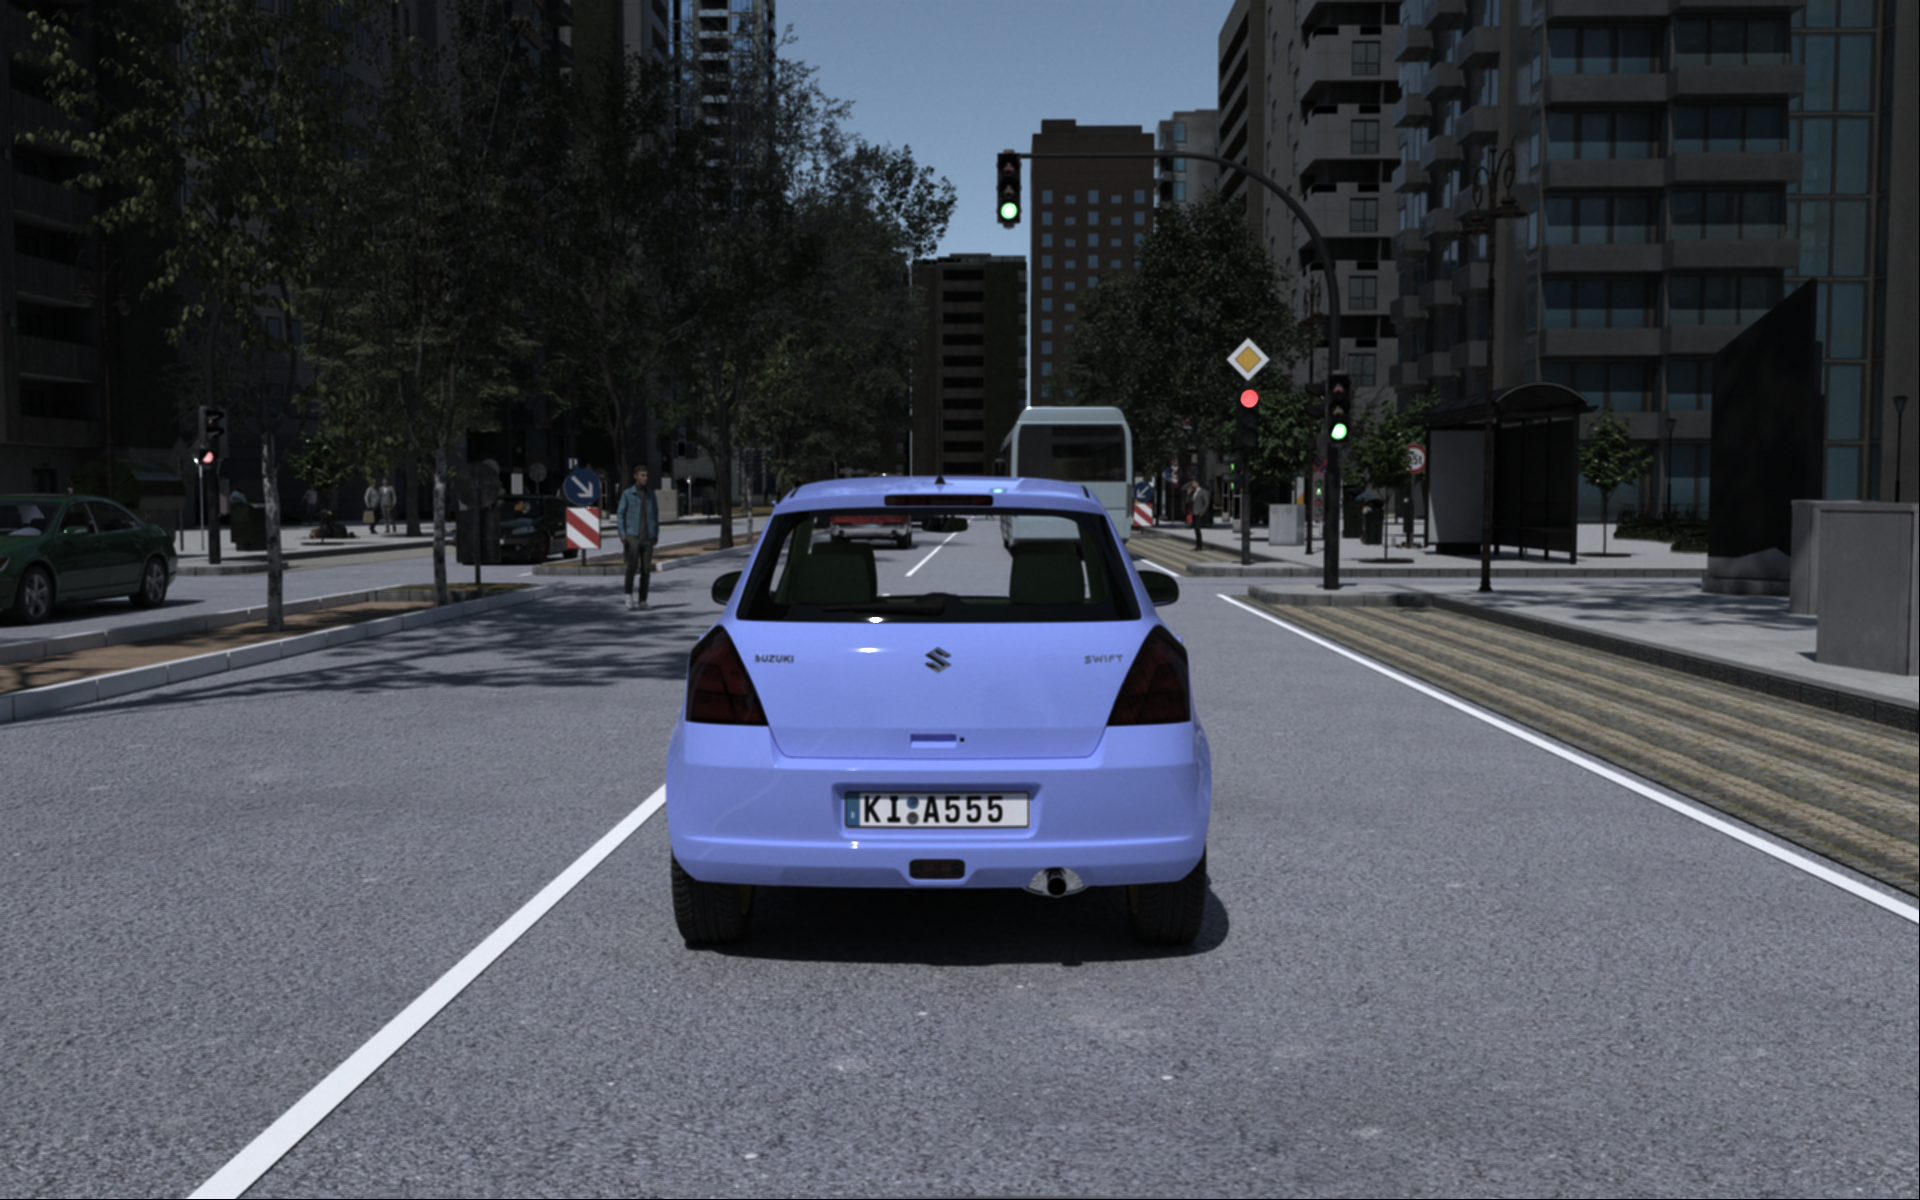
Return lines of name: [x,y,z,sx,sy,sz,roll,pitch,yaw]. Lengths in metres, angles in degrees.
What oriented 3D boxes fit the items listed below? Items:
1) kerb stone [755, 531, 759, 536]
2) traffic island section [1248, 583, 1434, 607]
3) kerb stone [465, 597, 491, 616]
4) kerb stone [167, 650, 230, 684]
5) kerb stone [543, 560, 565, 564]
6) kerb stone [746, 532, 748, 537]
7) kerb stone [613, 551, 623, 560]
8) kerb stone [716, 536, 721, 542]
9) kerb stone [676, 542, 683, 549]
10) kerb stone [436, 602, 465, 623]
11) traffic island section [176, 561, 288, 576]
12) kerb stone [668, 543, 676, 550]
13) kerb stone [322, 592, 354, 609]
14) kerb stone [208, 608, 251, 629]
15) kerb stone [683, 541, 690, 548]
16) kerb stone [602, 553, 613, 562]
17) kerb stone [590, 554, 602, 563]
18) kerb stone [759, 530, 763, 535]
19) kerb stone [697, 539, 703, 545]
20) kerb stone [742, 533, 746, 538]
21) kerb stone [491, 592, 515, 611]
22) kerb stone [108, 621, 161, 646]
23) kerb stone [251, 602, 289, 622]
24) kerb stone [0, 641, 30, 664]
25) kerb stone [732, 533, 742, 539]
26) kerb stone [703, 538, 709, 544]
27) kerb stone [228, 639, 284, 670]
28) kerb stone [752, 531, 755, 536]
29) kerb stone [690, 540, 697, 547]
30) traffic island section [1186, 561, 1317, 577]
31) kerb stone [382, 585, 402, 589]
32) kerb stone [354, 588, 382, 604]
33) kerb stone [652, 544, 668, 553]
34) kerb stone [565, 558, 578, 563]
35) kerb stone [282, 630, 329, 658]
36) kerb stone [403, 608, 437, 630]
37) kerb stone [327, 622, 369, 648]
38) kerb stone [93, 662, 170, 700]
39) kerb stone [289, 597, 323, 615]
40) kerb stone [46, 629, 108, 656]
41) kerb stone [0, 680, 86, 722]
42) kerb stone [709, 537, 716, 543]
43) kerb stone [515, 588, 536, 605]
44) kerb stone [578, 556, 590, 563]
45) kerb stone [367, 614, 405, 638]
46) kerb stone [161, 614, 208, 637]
kerb stone: [-7.080,-2.266,59.242,0.120,0.150,1.000,0,4,1]
traffic island section: [5.001,-0.062,23.295,2.009,0.180,2.903,0,4,1]
kerb stone: [-5.845,0.090,20.719,0.120,0.150,1.000,0,4,1]
kerb stone: [-6.006,0.530,13.534,0.120,0.150,1.000,0,4,1]
kerb stone: [-7.671,-0.632,32.609,0.120,0.150,1.000,0,4,1]
kerb stone: [-7.115,-2.141,57.198,0.120,0.150,1.000,0,4,1]
kerb stone: [-7.563,-0.951,37.751,0.120,0.150,1.000,0,4,1]
kerb stone: [-7.259,-1.765,51.059,0.120,0.150,1.000,0,4,1]
kerb stone: [-7.400,-1.390,44.927,0.120,0.150,1.000,0,4,1]
kerb stone: [-5.865,0.154,19.681,0.120,0.150,1.000,0,4,1]
traffic island section: [-13.657,-0.576,31.704,2.009,0.180,2.903,0,4,1]
kerb stone: [-7.422,-1.328,43.905,0.120,0.150,1.000,0,4,1]
kerb stone: [-7.919,0.022,21.837,0.120,0.150,1.000,0,4,1]
kerb stone: [-7.983,0.211,18.755,0.120,0.150,1.000,0,4,1]
kerb stone: [-7.375,-1.453,45.949,0.120,0.150,1.000,0,4,1]
kerb stone: [-7.578,-0.889,36.723,0.120,0.150,1.000,0,4,1]
kerb stone: [-7.606,-0.826,35.701,0.120,0.150,1.000,0,4,1]
kerb stone: [-7.054,-2.328,60.264,0.120,0.150,1.000,0,4,1]
kerb stone: [-7.332,-1.574,47.994,0.120,0.150,1.000,0,4,1]
kerb stone: [-7.150,-2.078,56.176,0.120,0.150,1.000,0,4,1]
kerb stone: [-5.815,0.028,21.750,0.120,0.150,1.000,0,4,1]
kerb stone: [-8.027,0.336,16.700,0.120,0.150,1.000,0,4,1]
kerb stone: [-7.958,0.148,19.788,0.120,0.150,1.000,0,4,1]
kerb stone: [-8.080,0.461,14.654,0.120,0.150,1.000,0,4,1]
kerb stone: [-7.169,-2.016,55.154,0.120,0.150,1.000,0,4,1]
kerb stone: [-7.309,-1.640,49.015,0.120,0.150,1.000,0,4,1]
kerb stone: [-5.975,0.467,14.559,0.120,0.150,1.000,0,4,1]
kerb stone: [-7.101,-2.199,58.220,0.120,0.150,1.000,0,4,1]
kerb stone: [-7.349,-1.515,46.971,0.120,0.150,1.000,0,4,1]
traffic island section: [5.180,-0.550,31.278,2.009,0.180,2.903,0,4,1]
kerb stone: [-7.875,-0.104,23.897,0.120,0.150,1.000,0,4,1]
kerb stone: [-7.898,-0.040,22.862,0.120,0.150,1.000,0,4,1]
kerb stone: [-7.439,-1.265,42.883,0.120,0.150,1.000,0,4,1]
kerb stone: [-7.653,-0.695,33.641,0.120,0.150,1.000,0,4,1]
kerb stone: [-5.956,0.406,15.586,0.120,0.150,1.000,0,4,1]
kerb stone: [-5.882,0.217,18.653,0.120,0.150,1.000,0,4,1]
kerb stone: [-5.934,0.342,16.608,0.120,0.150,1.000,0,4,1]
kerb stone: [-6.027,0.592,12.512,0.120,0.150,1.000,0,4,1]
kerb stone: [-7.947,0.089,20.813,0.120,0.150,1.000,0,4,1]
kerb stone: [-8.053,0.399,15.675,0.120,0.150,1.000,0,4,1]
kerb stone: [-6.046,0.655,11.491,0.120,0.150,1.000,0,4,1]
kerb stone: [-7.275,-1.699,50.037,0.120,0.150,1.000,0,4,1]
kerb stone: [-5.800,-0.035,22.772,0.120,0.150,1.000,0,4,1]
kerb stone: [-7.632,-0.755,34.663,0.120,0.150,1.000,0,4,1]
kerb stone: [-5.911,0.280,17.630,0.120,0.150,1.000,0,4,1]
kerb stone: [-8.013,0.274,17.722,0.120,0.150,1.000,0,4,1]
